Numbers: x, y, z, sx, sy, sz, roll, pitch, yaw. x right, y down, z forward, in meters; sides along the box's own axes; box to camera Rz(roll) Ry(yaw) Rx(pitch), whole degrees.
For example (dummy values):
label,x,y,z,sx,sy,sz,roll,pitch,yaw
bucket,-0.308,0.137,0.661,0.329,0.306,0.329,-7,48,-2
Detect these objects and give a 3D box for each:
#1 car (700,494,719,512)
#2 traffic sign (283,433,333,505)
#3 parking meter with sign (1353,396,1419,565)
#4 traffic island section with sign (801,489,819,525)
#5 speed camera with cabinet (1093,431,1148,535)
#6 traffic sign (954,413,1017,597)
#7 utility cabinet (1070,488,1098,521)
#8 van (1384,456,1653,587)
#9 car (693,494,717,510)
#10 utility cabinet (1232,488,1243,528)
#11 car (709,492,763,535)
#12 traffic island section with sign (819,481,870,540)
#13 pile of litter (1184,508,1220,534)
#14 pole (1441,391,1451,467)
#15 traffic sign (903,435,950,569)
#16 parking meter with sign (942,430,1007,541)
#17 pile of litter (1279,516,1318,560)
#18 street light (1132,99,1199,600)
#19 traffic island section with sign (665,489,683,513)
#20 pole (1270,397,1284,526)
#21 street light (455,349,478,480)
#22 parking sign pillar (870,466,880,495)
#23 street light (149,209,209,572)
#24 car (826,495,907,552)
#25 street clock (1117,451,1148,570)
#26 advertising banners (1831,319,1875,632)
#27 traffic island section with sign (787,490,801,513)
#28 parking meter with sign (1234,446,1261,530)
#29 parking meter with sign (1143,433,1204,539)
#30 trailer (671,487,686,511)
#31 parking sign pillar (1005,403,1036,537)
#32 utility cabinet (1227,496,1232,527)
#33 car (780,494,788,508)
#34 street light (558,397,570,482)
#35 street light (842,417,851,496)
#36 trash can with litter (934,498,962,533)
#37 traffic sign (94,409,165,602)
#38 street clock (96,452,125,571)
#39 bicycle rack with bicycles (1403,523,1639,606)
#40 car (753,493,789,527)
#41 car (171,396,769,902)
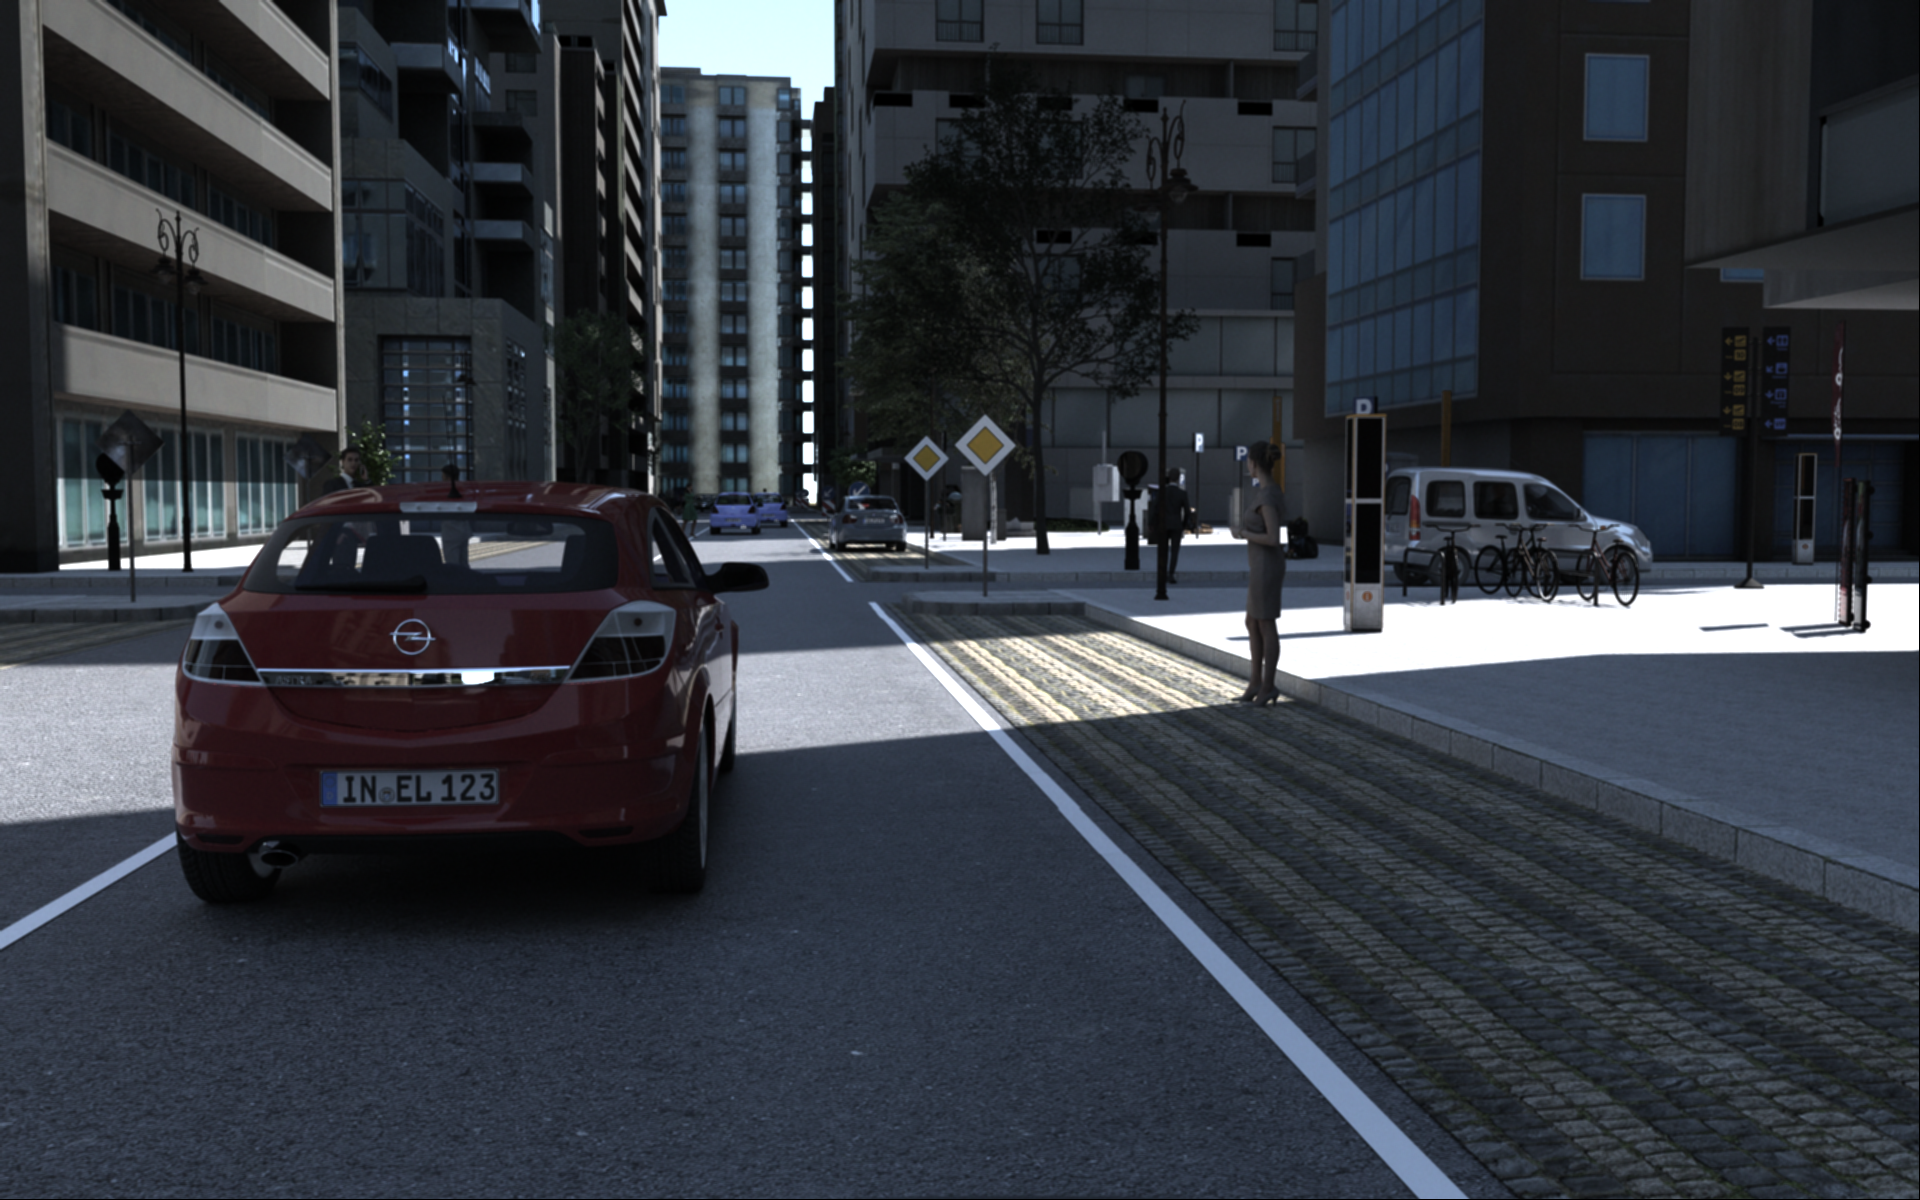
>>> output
label,x,y,z,sx,sy,sz,roll,pitch,yaw
car,-20.318,-7.944,141.680,2.131,1.459,4.920,0,4,-7
traffic sign,-10.706,-1.518,28.454,0.795,2.450,0.064,0,4,-6
parking meter with sign,7.982,-2.158,31.547,1.738,3.016,0.543,-2,4,-30
traffic island section with sign,-6.318,-4.451,81.401,1.989,1.847,2.006,0,4,-6
speed camera with cabinet,5.202,-3.653,54.067,2.038,3.252,0.660,2,4,28
traffic sign,0.312,-1.100,21.622,0.795,2.450,0.064,0,4,-6
utility cabinet,4.681,-3.458,65.216,1.173,1.500,0.318,3,5,44
van,8.631,-1.219,26.945,4.112,2.044,2.013,0,4,-6
car,-20.047,-7.571,135.582,2.131,1.459,4.920,0,4,-7
utility cabinet,10.810,-3.441,64.947,1.173,1.500,0.318,0,4,-7
car,-8.060,-3.222,62.277,1.945,1.707,3.694,0,4,-5
traffic island section with sign,-3.306,-2.800,54.405,1.989,1.847,2.006,0,4,-6
pile of litter,7.601,-2.546,55.587,1.719,0.858,1.176,-1,4,-16
pole,9.591,-2.470,34.232,0.158,3.312,0.155,0,3,0
traffic sign,-0.572,-1.585,29.558,0.795,2.450,0.064,0,4,-6
parking meter with sign,0.399,-3.148,47.725,1.738,3.016,0.543,0,4,-3
pile of litter,6.456,-1.249,34.380,1.719,0.858,1.176,-3,4,-38
street light,2.447,-2.940,20.860,0.468,5.910,1.993,0,4,-6
traffic island section with sign,-21.670,-7.404,129.686,1.989,1.847,2.006,0,4,-6
pole,6.647,-2.602,36.383,0.158,3.312,0.155,0,3,0
street light,-15.740,-5.049,55.343,0.468,5.910,1.993,0,4,-6
parking sign pillar,-5.103,-7.035,103.497,1.447,3.967,1.447,-1,4,-10
street light,-12.743,-3.401,28.401,0.468,5.910,1.993,0,4,-6
car,-2.382,-1.967,44.159,2.014,1.417,4.499,0,4,-8
street clock,2.908,-1.507,29.214,0.471,2.002,0.358,2,4,35
advertising banners,8.666,-1.264,16.862,0.090,3.025,2.074,1,4,18
traffic island section with sign,-11.822,-7.470,130.769,1.989,1.847,2.006,0,4,-6
parking meter with sign,10.375,-4.004,61.730,0.543,3.016,1.738,-1,4,-16
parking meter with sign,6.113,-3.289,50.031,1.738,3.016,0.543,2,4,33
trailer,-23.328,-8.376,143.999,1.471,1.999,3.904,0,4,-7
parking sign pillar,1.771,-3.871,51.769,1.447,3.967,1.447,-1,4,-21
utility cabinet,10.859,-3.406,66.844,1.020,1.237,0.306,-1,4,-11
car,-9.814,-4.904,88.969,1.959,1.807,4.718,0,4,-7
street light,-18.765,-6.697,82.283,0.468,5.910,1.993,0,4,-6
street light,-6.804,-8.031,104.087,0.468,5.910,1.993,0,4,-6
trash can with litter,-0.280,-2.761,56.536,1.055,1.170,0.624,-3,5,-41
traffic sign,-9.822,-1.032,20.518,0.795,2.450,0.064,0,4,-6
street clock,-14.188,-1.495,29.009,0.471,2.002,0.358,-2,4,-25
bicycle rack with bicycles,6.592,-0.465,20.987,2.852,0.926,2.925,0,4,2
car,-8.414,-4.034,75.552,1.945,1.707,3.694,0,4,-8
car,-1.933,0.087,7.625,2.155,1.783,4.494,0,4,-5
